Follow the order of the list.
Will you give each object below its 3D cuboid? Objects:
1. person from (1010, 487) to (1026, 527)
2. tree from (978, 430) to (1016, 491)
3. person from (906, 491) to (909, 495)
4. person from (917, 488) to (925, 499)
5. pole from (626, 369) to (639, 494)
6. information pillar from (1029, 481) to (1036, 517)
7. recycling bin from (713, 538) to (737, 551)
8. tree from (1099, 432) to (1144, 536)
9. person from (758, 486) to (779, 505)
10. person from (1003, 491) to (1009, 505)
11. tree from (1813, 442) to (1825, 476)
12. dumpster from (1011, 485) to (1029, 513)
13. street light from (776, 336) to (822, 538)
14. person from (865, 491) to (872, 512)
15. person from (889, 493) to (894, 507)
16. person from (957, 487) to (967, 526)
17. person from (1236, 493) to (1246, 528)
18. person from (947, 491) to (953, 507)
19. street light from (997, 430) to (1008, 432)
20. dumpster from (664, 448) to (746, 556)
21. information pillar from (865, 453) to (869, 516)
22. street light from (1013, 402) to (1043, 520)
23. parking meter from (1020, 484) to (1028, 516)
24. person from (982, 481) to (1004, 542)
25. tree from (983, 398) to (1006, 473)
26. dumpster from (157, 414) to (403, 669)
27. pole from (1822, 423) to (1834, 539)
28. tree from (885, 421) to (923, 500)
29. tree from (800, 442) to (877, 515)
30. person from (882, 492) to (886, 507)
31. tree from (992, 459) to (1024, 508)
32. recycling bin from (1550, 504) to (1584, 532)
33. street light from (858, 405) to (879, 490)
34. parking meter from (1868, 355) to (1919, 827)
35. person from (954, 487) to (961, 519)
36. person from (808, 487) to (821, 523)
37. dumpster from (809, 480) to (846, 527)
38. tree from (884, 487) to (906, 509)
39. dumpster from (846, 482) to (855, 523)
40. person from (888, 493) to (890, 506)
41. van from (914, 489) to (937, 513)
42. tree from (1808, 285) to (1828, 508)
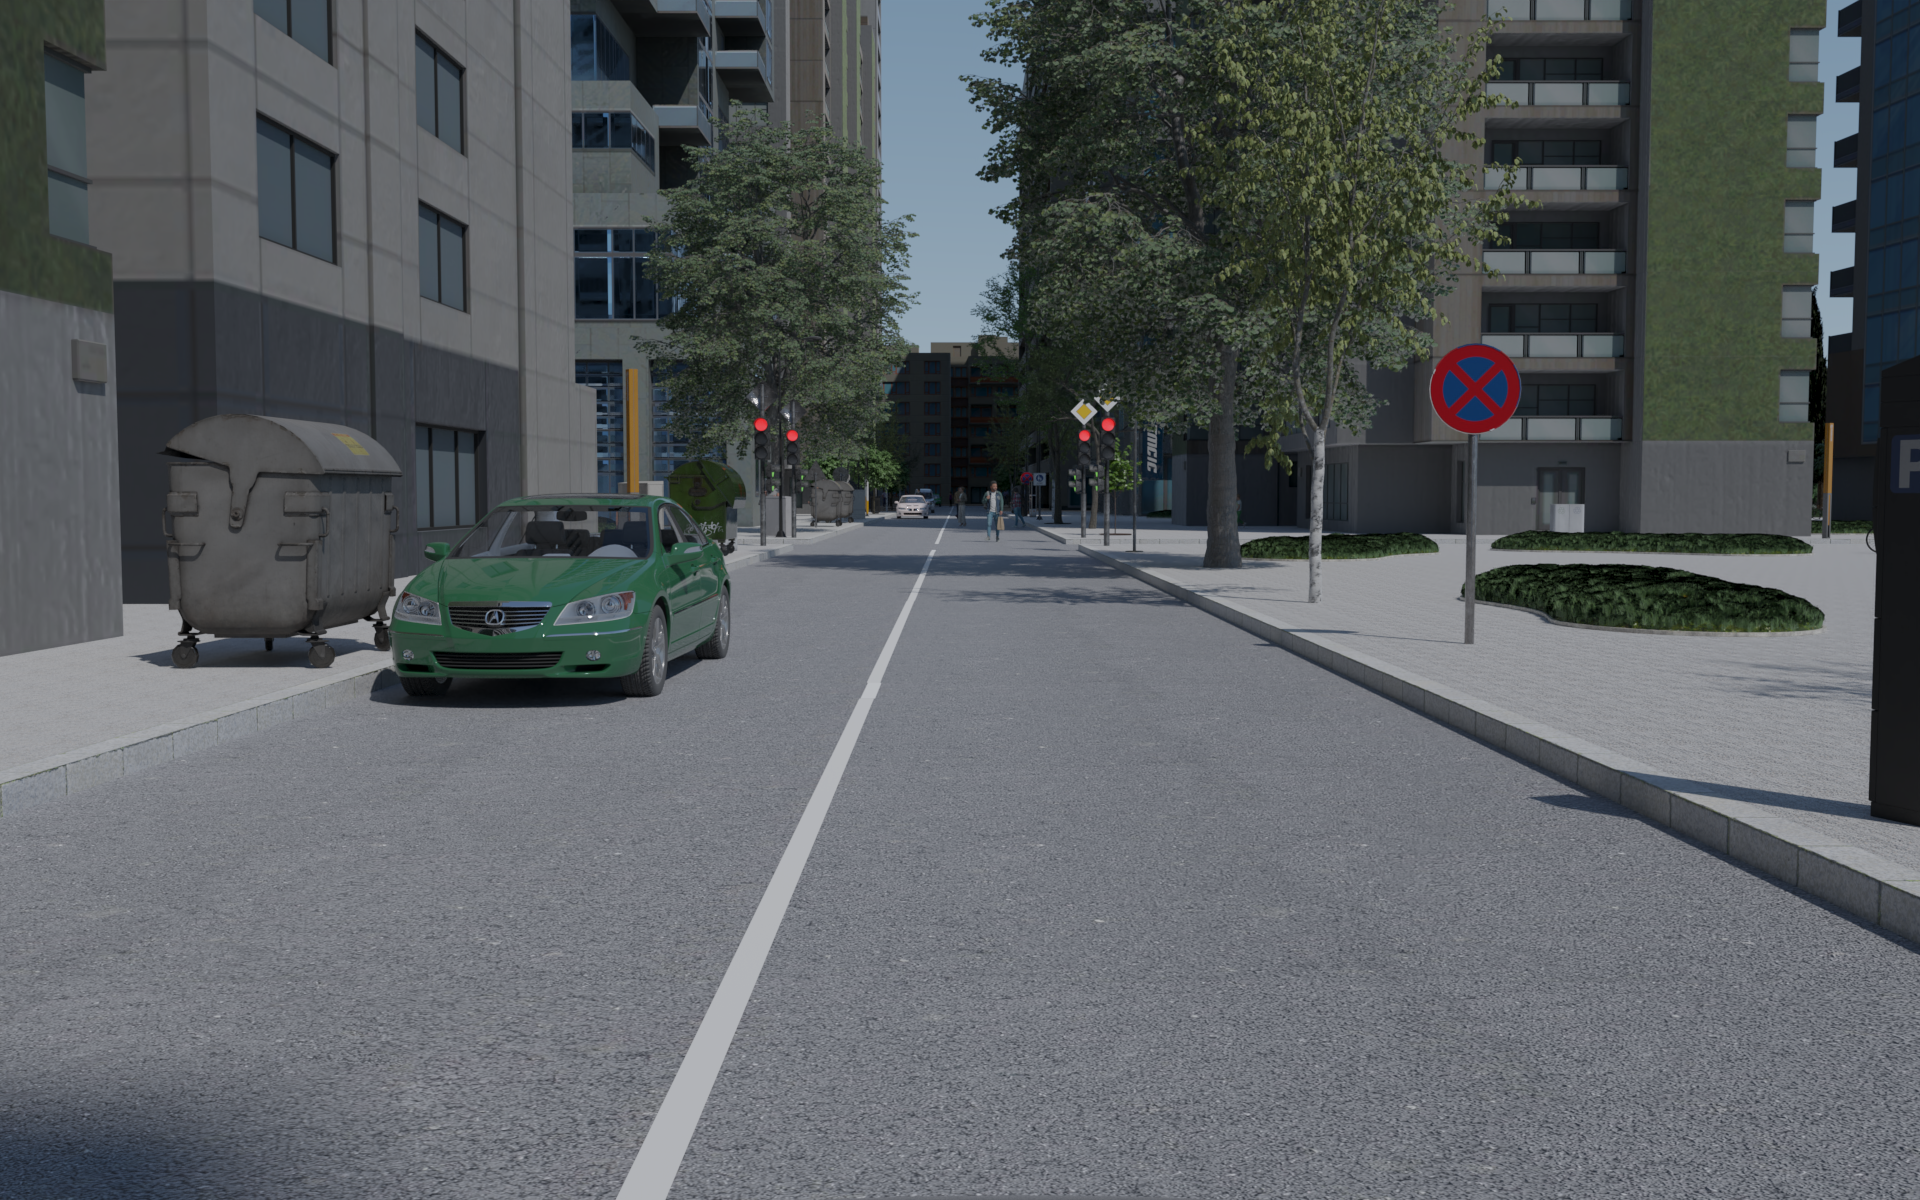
[{"bbox_3d":[2.497,-4.006,74.832,0.643,1.720,0.563,2,4,28],"label":"person"},{"bbox_3d":[4.289,-15.018,195.903,4.360,8.622,3.978,0,3,0],"label":"tree"},{"bbox_3d":[-6.191,-11.879,201.735,0.415,1.643,0.593,-3,4,-38],"label":"person"},{"bbox_3d":[-2.695,-6.659,117.333,0.822,1.834,0.622,2,4,25],"label":"person"},{"bbox_3d":[-5.356,-2.110,28.346,0.158,3.312,0.155,0,3,0],"label":"pole"},{"bbox_3d":[4.030,-5.583,95.770,0.304,2.012,0.304,-1,4,-23],"label":"information pillar"},{"bbox_3d":[-5.502,-1.618,39.004,0.722,1.027,0.722,2,4,30],"label":"recycling bin"},{"bbox_3d":[4.796,-3.625,53.863,1.663,3.219,1.824,0,3,0],"label":"tree"},{"bbox_3d":[-6.199,-3.041,56.114,0.716,1.782,0.532,0,4,7],"label":"person"},{"bbox_3d":[5.157,-11.570,195.074,0.709,1.838,0.599,1,4,9],"label":"person"},{"bbox_3d":[36.881,-5.329,70.847,4.285,4.588,4.351,0,3,0],"label":"tree"},{"bbox_3d":[4.022,-6.679,114.952,1.264,1.857,1.865,0,3,0],"label":"dumpster"},{"bbox_3d":[-4.764,-4.805,51.097,1.470,5.913,1.316,0,3,0],"label":"street light"},{"bbox_3d":[-6.920,-7.414,127.396,1.348,1.807,0.705,2,4,34],"label":"person"},{"bbox_3d":[-7.041,-10.515,178.056,0.705,1.812,1.348,-1,4,-18],"label":"person"},{"bbox_3d":[0.061,-4.200,77.713,0.362,1.759,0.519,-3,4,-36],"label":"person"},{"bbox_3d":[10.455,-3.333,64.782,0.590,1.304,0.306,-1,4,-22],"label":"person"},{"bbox_3d":[-1.128,-11.501,197.223,0.721,1.739,1.217,-3,4,-38],"label":"person"},{"bbox_3d":[3.405,-9.379,125.887,1.470,5.913,1.316,0,3,0],"label":"street light"},{"bbox_3d":[-5.361,-2.075,36.421,1.502,2.255,1.985,0,3,0],"label":"dumpster"},{"bbox_3d":[-5.354,-6.605,99.350,0.183,3.616,0.504,-1,4,-18],"label":"information pillar"},{"bbox_3d":[3.435,-6.963,86.390,1.470,5.913,1.316,0,3,0],"label":"street light"},{"bbox_3d":[3.685,-5.748,99.696,0.399,1.863,0.255,1,4,16],"label":"parking meter"},{"bbox_3d":[1.043,-2.644,51.711,0.794,1.824,0.713,1,4,18],"label":"person"},{"bbox_3d":[3.886,-11.104,131.911,4.737,8.622,4.395,0,3,0],"label":"tree"},{"bbox_3d":[-5.204,-0.466,13.378,1.264,1.857,1.865,0,3,0],"label":"dumpster"},{"bbox_3d":[24.989,-3.427,49.872,0.158,3.312,0.155,0,3,0],"label":"pole"},{"bbox_3d":[-5.870,-13.830,176.479,4.360,8.622,3.978,0,3,0],"label":"tree"},{"bbox_3d":[-7.724,-7.168,100.917,4.285,4.588,4.351,0,3,0],"label":"tree"},{"bbox_3d":[-7.466,-10.174,173.322,0.756,1.711,0.436,-2,4,-28],"label":"person"},{"bbox_3d":[4.540,-10.949,162.726,4.285,4.588,4.351,0,3,0],"label":"tree"},{"bbox_3d":[15.131,-1.874,43.188,0.722,1.027,0.722,1,4,11],"label":"recycling bin"},{"bbox_3d":[-4.741,-7.201,90.274,1.470,5.913,1.316,0,3,0],"label":"street light"},{"bbox_3d":[3.790,-0.063,6.745,0.255,1.863,0.399,-1,4,-19],"label":"parking meter"},{"bbox_3d":[-0.067,-5.584,99.717,0.656,1.842,0.836,1,4,19],"label":"person"},{"bbox_3d":[-6.439,-4.387,78.110,0.721,1.781,0.623,1,4,21],"label":"person"},{"bbox_3d":[-5.299,-3.837,68.496,1.264,1.857,1.865,0,3,0],"label":"dumpster"},{"bbox_3d":[-6.123,-9.570,151.071,1.663,3.219,1.824,0,3,0],"label":"tree"},{"bbox_3d":[-5.350,-4.349,76.862,1.264,1.857,1.865,0,3,0],"label":"dumpster"},{"bbox_3d":[-7.556,-10.886,184.833,0.445,1.727,0.742,-3,5,-44],"label":"person"},{"bbox_3d":[-2.763,-7.616,131.526,2.013,2.044,4.112,0,4,-2],"label":"van"},{"bbox_3d":[59.346,-13.013,114.579,13.155,14.587,18.604,0,4,-3],"label":"tree"}]
